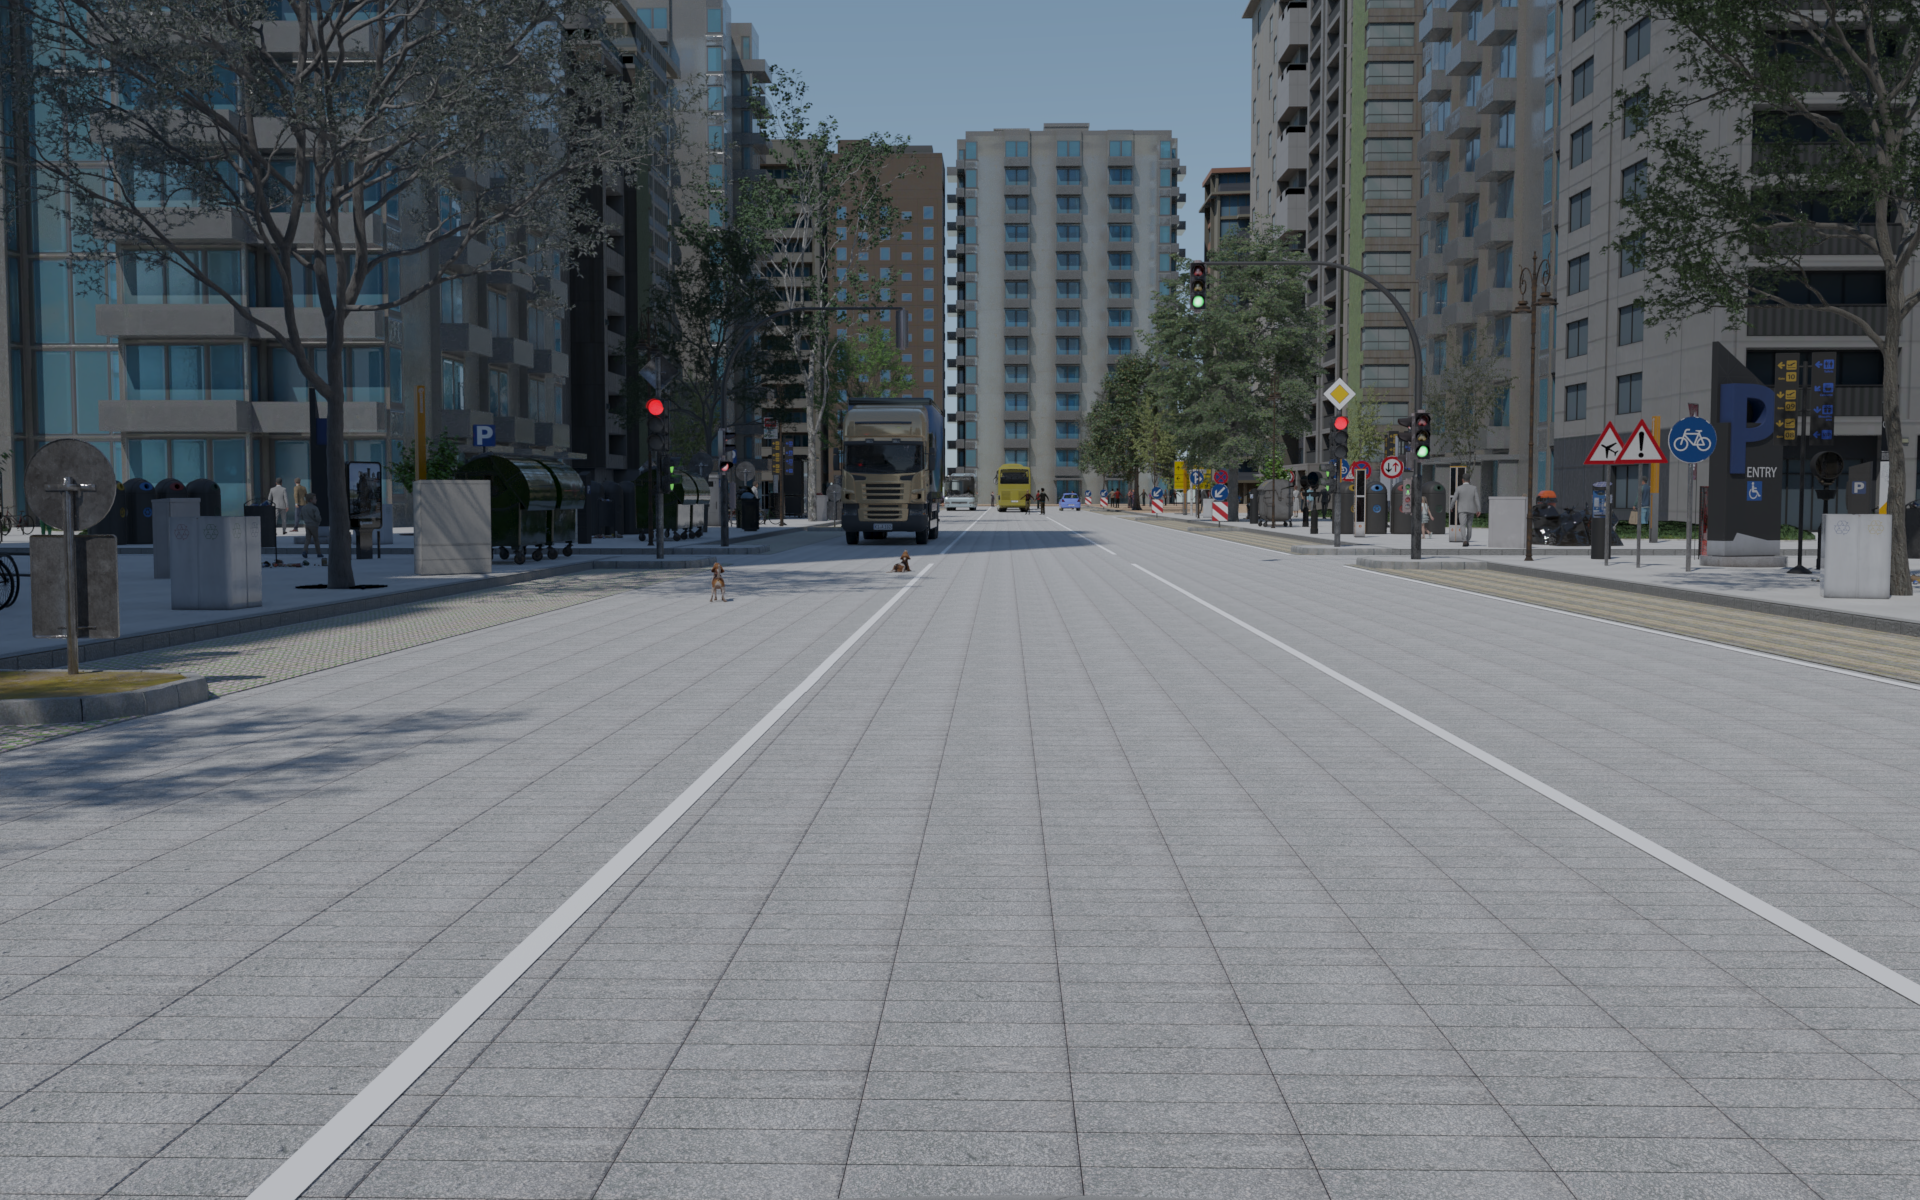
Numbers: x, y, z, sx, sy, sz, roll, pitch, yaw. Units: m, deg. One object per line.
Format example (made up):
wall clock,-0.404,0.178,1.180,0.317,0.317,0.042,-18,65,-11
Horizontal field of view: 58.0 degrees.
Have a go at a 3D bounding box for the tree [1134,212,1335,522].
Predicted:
tree,12.616,-10.608,80.091,9.857,13.997,8.962,0,3,0

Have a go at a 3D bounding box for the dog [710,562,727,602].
dog,-3.240,-0.236,23.152,0.540,0.507,0.406,3,5,42

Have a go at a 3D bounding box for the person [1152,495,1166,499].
person,19.188,-9.859,167.194,1.348,1.831,0.705,-1,4,-9

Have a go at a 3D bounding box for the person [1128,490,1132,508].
person,15.208,-9.007,154.775,0.415,1.643,0.593,-2,4,-29

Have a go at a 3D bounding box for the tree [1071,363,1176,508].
tree,15.171,-15.027,156.060,12.009,13.543,11.850,0,3,0

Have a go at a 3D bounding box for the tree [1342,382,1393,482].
tree,26.445,-10.006,113.968,4.737,8.622,4.395,0,3,0

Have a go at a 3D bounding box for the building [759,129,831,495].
building,-27.634,-36.824,225.773,21.600,48.544,21.300,0,4,1

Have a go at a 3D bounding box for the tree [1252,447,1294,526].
tree,12.647,-4.620,70.132,1.663,3.219,1.824,0,3,0

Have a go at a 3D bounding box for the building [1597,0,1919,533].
building,36.297,-38.306,64.557,20.611,71.187,20.563,0,4,1

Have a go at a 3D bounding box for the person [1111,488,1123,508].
person,14.371,-9.324,158.436,1.348,1.831,0.705,-2,4,-30

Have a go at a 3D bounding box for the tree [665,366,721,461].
tree,-14.954,-8.942,96.562,4.737,8.622,4.395,0,3,0

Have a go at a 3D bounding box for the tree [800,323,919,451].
tree,-6.036,-10.940,104.624,9.928,11.665,9.643,0,3,0

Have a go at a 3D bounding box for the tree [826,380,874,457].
tree,-6.404,-9.857,111.532,4.737,8.622,4.395,0,3,0

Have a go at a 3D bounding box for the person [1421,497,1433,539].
person,13.258,-2.346,49.421,0.382,1.210,0.505,3,5,41

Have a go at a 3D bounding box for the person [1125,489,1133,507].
person,15.904,-9.437,161.059,1.217,1.743,0.721,2,4,28

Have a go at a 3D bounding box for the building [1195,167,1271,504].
building,44.444,-34.854,224.492,28.867,44.769,22.147,0,4,1

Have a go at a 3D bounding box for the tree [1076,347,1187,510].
tree,13.733,-13.353,135.322,9.611,12.733,9.660,0,3,0

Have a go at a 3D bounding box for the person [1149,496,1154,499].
person,13.643,-7.035,121.798,0.721,1.736,1.217,2,4,34

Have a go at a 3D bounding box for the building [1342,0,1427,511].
building,34.456,-26.882,123.110,14.154,41.232,14.086,0,4,1

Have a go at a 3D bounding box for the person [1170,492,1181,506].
person,23.116,-10.942,185.763,1.217,1.723,0.721,0,4,-6

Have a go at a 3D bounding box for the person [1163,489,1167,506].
person,22.413,-11.188,189.105,0.705,1.807,1.348,0,4,-2

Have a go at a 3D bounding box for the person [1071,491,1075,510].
person,10.291,-9.164,159.114,0.721,1.735,1.217,1,4,18

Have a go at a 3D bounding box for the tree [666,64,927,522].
tree,-8.057,-13.673,79.435,12.611,20.169,13.585,0,3,0

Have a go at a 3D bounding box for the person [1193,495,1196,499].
person,23.467,-9.912,171.371,1.065,1.426,0.557,3,5,44

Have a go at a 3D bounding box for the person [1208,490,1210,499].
person,27.755,-11.411,192.576,0.705,1.831,1.348,0,4,4

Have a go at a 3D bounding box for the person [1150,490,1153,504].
person,19.876,-10.575,179.870,0.530,1.710,0.541,0,4,4

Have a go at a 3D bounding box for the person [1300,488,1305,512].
person,23.942,-6.974,120.789,0.721,1.735,1.217,1,4,16

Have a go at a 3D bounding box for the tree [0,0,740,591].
tree,-8.490,-6.889,23.004,12.009,13.543,11.850,0,3,0

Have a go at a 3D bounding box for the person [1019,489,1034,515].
person,4.690,-6.850,121.017,1.217,1.766,0.721,-2,4,-24

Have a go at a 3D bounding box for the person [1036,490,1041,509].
person,7.597,-9.698,167.008,0.705,1.831,1.348,-2,4,-25

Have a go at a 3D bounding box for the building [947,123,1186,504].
building,13.658,-37.105,226.281,30.456,49.044,23.786,0,4,1

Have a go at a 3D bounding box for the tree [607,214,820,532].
tree,-8.241,-7.526,57.457,7.601,10.594,8.767,1,4,9

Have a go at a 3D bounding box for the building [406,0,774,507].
building,-33.914,-33.539,167.977,30.456,49.044,23.786,0,4,1

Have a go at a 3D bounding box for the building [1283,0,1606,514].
building,37.823,-42.886,139.430,20.563,71.187,20.611,0,4,1

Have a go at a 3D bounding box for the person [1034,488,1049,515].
person,5.674,-6.803,119.364,1.348,1.869,0.705,-3,5,-39

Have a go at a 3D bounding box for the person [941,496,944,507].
person,-1.734,-9.924,173.983,0.421,1.427,0.697,-1,4,-22

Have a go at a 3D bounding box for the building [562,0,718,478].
building,-35.345,-26.836,130.652,32.217,40.220,23.993,0,4,1

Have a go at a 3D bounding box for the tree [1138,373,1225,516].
tree,13.734,-9.230,101.278,4.737,8.622,4.395,0,3,0

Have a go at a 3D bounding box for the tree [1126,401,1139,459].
tree,14.169,-10.752,126.154,4.737,8.622,4.395,0,3,0

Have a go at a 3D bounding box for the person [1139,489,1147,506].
person,19.450,-10.852,183.498,0.705,1.821,1.348,-3,4,-36

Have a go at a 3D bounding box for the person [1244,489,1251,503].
person,32.134,-11.391,191.909,1.348,1.869,0.705,1,4,9

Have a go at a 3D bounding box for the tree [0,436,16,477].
tree,-16.778,-2.074,28.517,1.663,3.219,1.824,0,3,0

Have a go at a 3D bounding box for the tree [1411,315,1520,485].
tree,20.647,-7.370,70.870,4.360,8.622,3.978,0,3,0

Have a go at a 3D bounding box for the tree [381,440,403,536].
tree,-16.788,-3.616,53.716,1.663,3.219,1.824,0,3,0

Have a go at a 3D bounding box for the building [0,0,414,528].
building,-30.749,-27.987,77.195,23.786,49.044,30.456,0,4,1

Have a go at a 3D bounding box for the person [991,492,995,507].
person,3.636,-11.224,192.816,0.445,1.727,0.742,1,4,13

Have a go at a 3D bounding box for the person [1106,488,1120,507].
person,14.618,-9.773,165.838,1.348,1.823,0.705,1,4,15

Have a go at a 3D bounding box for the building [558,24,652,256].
building,-27.647,-20.603,108.567,14.160,30.474,14.107,0,4,1

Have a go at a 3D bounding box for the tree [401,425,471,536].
tree,-14.281,-3.292,48.433,1.663,3.219,1.824,0,3,0

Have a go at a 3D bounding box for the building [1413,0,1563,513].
building,38.003,-29.034,94.316,23.786,49.044,30.456,0,4,1

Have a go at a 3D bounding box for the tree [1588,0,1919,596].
tree,11.634,-5.346,21.822,7.601,10.594,8.767,2,4,32

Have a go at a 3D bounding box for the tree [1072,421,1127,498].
tree,15.499,-15.249,183.737,7.601,10.594,8.767,0,4,-8

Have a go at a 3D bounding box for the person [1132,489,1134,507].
person,15.438,-8.987,153.898,0.530,1.710,0.541,-1,4,-9

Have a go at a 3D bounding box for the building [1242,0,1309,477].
building,42.694,-35.147,163.884,28.713,52.752,27.495,0,4,1

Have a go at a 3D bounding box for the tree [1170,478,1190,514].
tree,14.117,-7.090,110.527,1.663,3.219,1.824,0,3,0

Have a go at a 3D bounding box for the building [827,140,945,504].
building,-9.123,-34.969,221.852,14.200,45.320,14.600,0,4,1

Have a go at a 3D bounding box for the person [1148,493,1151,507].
person,19.226,-10.108,174.526,0.599,1.433,0.991,3,5,42
